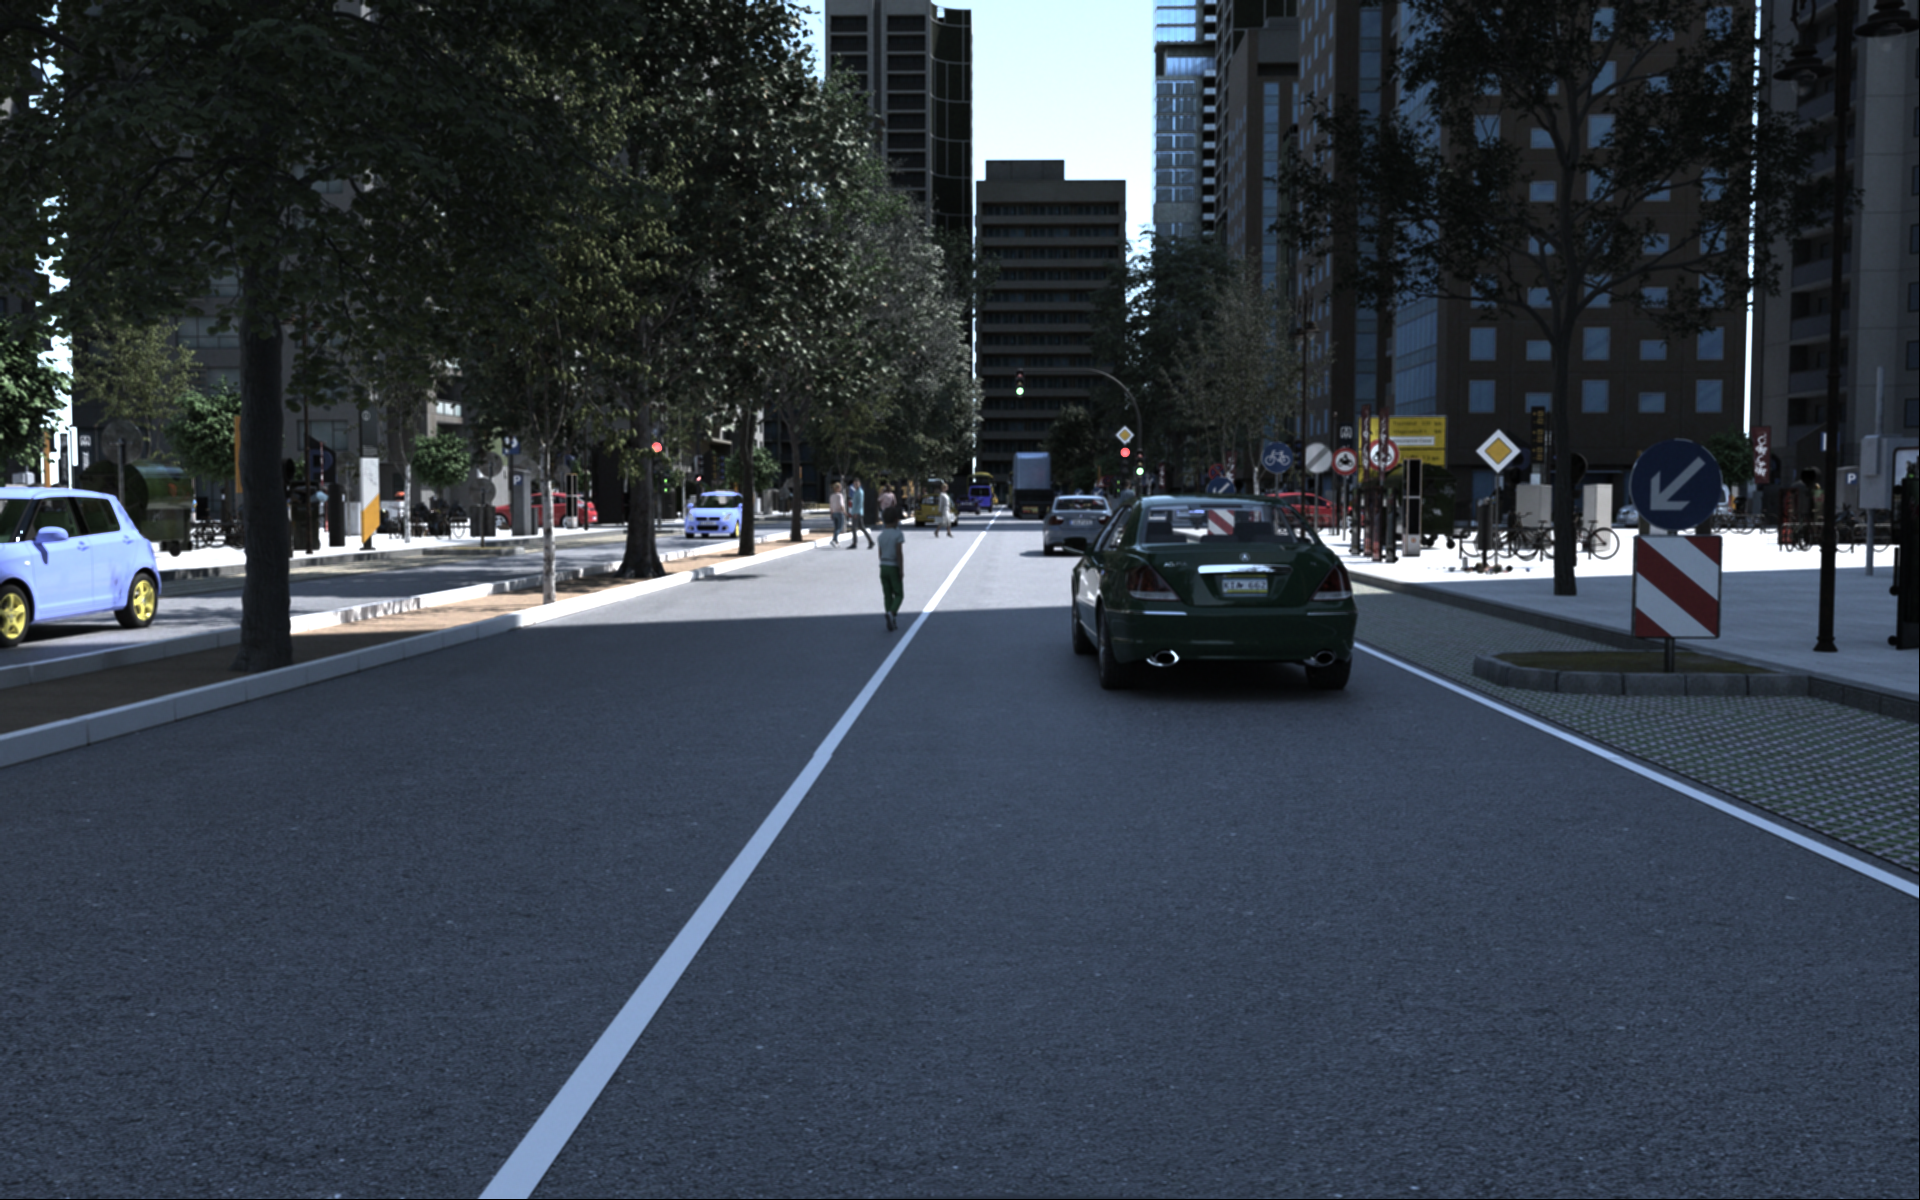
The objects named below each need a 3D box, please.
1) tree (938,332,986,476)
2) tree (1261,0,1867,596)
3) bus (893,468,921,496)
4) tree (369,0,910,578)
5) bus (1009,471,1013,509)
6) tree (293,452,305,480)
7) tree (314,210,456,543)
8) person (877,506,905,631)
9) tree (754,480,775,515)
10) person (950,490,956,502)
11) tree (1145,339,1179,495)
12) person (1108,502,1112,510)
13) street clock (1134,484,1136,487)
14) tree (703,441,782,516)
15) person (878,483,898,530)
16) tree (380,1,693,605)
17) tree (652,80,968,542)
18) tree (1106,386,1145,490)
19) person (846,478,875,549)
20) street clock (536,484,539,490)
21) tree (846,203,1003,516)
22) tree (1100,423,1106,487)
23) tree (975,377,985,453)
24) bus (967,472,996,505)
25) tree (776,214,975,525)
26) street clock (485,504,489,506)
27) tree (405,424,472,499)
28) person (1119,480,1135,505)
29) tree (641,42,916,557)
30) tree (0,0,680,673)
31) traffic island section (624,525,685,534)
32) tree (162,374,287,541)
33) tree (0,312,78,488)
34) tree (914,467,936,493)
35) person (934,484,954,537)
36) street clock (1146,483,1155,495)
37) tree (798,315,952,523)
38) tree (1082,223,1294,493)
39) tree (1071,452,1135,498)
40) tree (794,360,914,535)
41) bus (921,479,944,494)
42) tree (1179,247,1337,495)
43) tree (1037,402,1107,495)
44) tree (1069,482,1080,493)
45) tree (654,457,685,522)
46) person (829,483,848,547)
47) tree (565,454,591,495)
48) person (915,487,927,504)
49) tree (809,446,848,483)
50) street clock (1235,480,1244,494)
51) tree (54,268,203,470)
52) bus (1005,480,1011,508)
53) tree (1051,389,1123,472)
[{"bbox_3d":[-3.412,-10.728,94.864,9.611,12.733,9.660,0,3,0],"label":"tree"},{"bbox_3d":[7.346,-5.339,21.706,7.601,10.594,8.767,0,4,0],"label":"tree"},{"bbox_3d":[-5.193,-10.148,157.468,2.896,3.916,12.252,0,4,3],"label":"bus"},{"bbox_3d":[-5.469,-6.731,29.520,9.611,12.733,9.660,0,3,0],"label":"tree"},{"bbox_3d":[6.062,-10.652,165.705,2.896,3.916,12.252,0,4,3],"label":"bus"},{"bbox_3d":[-30.328,-5.234,80.175,1.663,3.219,1.824,0,3,0],"label":"tree"},{"bbox_3d":[-14.503,-5.789,45.018,4.360,8.622,3.978,0,3,0],"label":"tree"},{"bbox_3d":[-0.726,-0.330,18.148,0.306,1.304,0.590,1,4,9],"label":"person"},{"bbox_3d":[-12.687,-7.004,109.124,1.663,3.219,1.824,0,3,0],"label":"tree"},{"bbox_3d":[-0.713,-9.704,167.238,0.705,1.814,1.350,1,4,18],"label":"person"},{"bbox_3d":[8.782,-6.554,57.514,4.360,8.622,3.978,0,3,0],"label":"tree"},{"bbox_3d":[4.246,-2.262,50.504,0.505,1.210,0.382,1,4,21],"label":"person"},{"bbox_3d":[12.767,-7.389,125.386,0.471,2.002,0.358,0,4,-1],"label":"street clock"},{"bbox_3d":[-12.122,-7.203,101.478,4.285,4.588,4.351,0,3,0],"label":"tree"},{"bbox_3d":[-2.104,-2.640,52.249,0.593,1.750,0.643,-3,5,-39],"label":"person"},{"bbox_3d":[-5.249,-4.218,21.790,4.737,8.622,4.395,0,3,0],"label":"tree"},{"bbox_3d":[-4.850,-8.455,51.062,12.009,13.543,11.850,0,3,0],"label":"tree"},{"bbox_3d":[10.018,-8.648,91.755,4.360,8.622,3.978,0,3,0],"label":"tree"},{"bbox_3d":[-2.597,-2.245,45.073,0.748,1.841,0.638,0,4,3],"label":"person"},{"bbox_3d":[-26.639,-6.382,108.908,0.358,2.002,0.471,0,4,4],"label":"street clock"},{"bbox_3d":[-4.003,-15.555,112.669,12.611,20.169,13.585,0,3,0],"label":"tree"},{"bbox_3d":[10.162,-9.412,104.242,4.360,8.622,3.978,0,3,0],"label":"tree"},{"bbox_3d":[-2.603,-13.254,125.822,9.857,13.997,8.962,0,3,0],"label":"tree"},{"bbox_3d":[2.379,-12.518,196.220,2.896,3.916,12.252,0,4,3],"label":"bus"},{"bbox_3d":[-4.060,-10.229,76.363,9.857,13.997,8.962,0,3,0],"label":"tree"},{"bbox_3d":[-24.139,-5.127,88.391,0.358,2.002,0.471,3,5,44],"label":"street clock"},{"bbox_3d":[-24.468,-5.982,81.525,4.285,4.588,4.351,0,3,0],"label":"tree"},{"bbox_3d":[4.565,-2.365,47.184,0.581,1.822,0.654,-1,4,-9],"label":"person"},{"bbox_3d":[-4.801,-6.800,39.388,9.928,11.665,9.643,0,3,0],"label":"tree"},{"bbox_3d":[-5.721,-5.719,14.090,7.486,12.596,7.792,0,3,0],"label":"tree"},{"bbox_3d":[-11.059,-2.528,63.615,2.009,0.180,2.903,0,4,2],"label":"traffic island section"},{"bbox_3d":[-20.129,-3.904,47.539,4.285,4.588,4.351,0,3,0],"label":"tree"},{"bbox_3d":[-15.281,-2.617,26.499,4.285,4.588,4.351,0,3,0],"label":"tree"},{"bbox_3d":[-3.049,-9.261,104.231,4.737,8.622,4.395,0,3,0],"label":"tree"},{"bbox_3d":[-0.535,-2.966,57.342,0.624,1.780,0.694,2,4,34],"label":"person"},{"bbox_3d":[10.946,-5.798,99.369,0.471,2.002,0.358,2,4,35],"label":"street clock"},{"bbox_3d":[-4.257,-10.066,85.171,7.486,12.596,7.792,0,3,0],"label":"tree"},{"bbox_3d":[10.475,-10.703,81.643,9.857,13.997,8.962,0,3,0],"label":"tree"},{"bbox_3d":[11.312,-8.845,128.322,4.285,4.588,4.351,0,3,0],"label":"tree"},{"bbox_3d":[-4.031,-6.563,60.131,4.737,8.622,4.395,0,3,0],"label":"tree"},{"bbox_3d":[-3.205,-12.995,207.333,2.948,3.499,13.247,0,4,0],"label":"bus"},{"bbox_3d":[8.899,-6.180,51.398,4.360,8.622,3.978,0,3,0],"label":"tree"},{"bbox_3d":[13.893,-18.240,215.232,9.611,12.733,9.660,0,3,0],"label":"tree"},{"bbox_3d":[13.239,-12.492,198.851,1.663,3.219,1.824,0,3,0],"label":"tree"},{"bbox_3d":[-13.665,-5.187,79.401,1.663,3.219,1.824,0,3,0],"label":"tree"},{"bbox_3d":[-3.307,-2.285,46.529,0.731,1.740,0.598,2,4,33],"label":"person"},{"bbox_3d":[-18.373,-5.429,83.359,1.663,3.219,1.824,0,3,0],"label":"tree"},{"bbox_3d":[-1.890,-4.691,85.559,0.716,1.782,0.532,0,4,1],"label":"person"},{"bbox_3d":[-10.412,-13.689,158.221,7.601,10.594,8.767,0,4,4],"label":"tree"},{"bbox_3d":[14.682,-5.302,91.263,0.471,2.002,0.358,2,4,34],"label":"street clock"},{"bbox_3d":[-24.218,-6.154,50.979,4.737,8.622,4.395,0,3,0],"label":"tree"},{"bbox_3d":[6.240,-11.395,181.165,2.948,3.499,13.247,0,4,0],"label":"bus"},{"bbox_3d":[12.187,-13.432,154.023,8.767,10.594,7.601,-1,4,-19],"label":"tree"}]
